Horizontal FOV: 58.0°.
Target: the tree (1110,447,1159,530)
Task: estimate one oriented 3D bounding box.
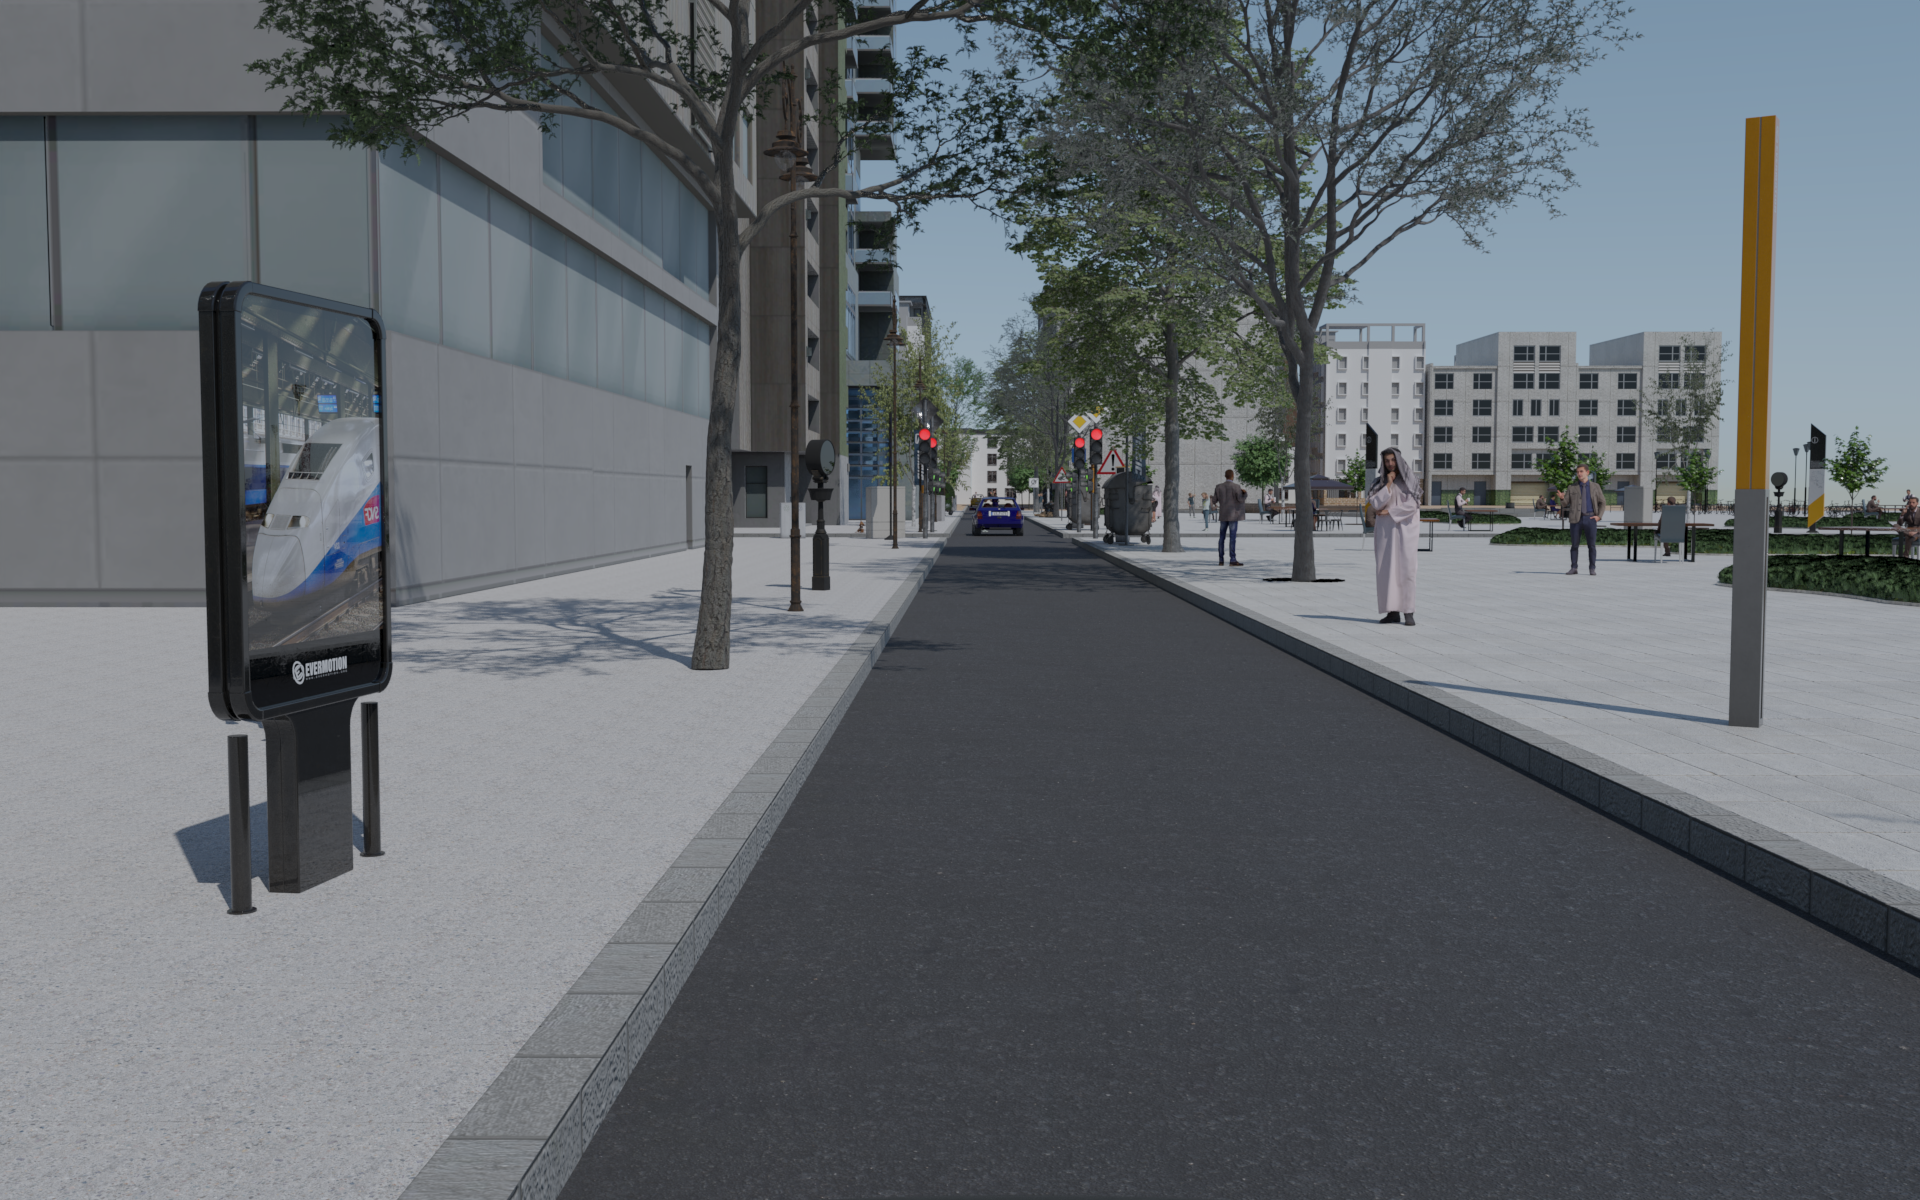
[{"bbox_3d":[6.354,-4.145,62.372,1.663,3.219,1.824,0,3,0],"label":"tree"}]

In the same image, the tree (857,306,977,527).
[{"bbox_3d":[-1.894,-7.210,68.251,4.737,8.622,4.395,0,3,0],"label":"tree"}]

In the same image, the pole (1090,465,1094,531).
[{"bbox_3d":[4.617,-4.036,59.832,0.158,3.312,0.155,0,3,0],"label":"pole"}]

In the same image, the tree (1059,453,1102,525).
[{"bbox_3d":[5.049,-4.673,71.010,1.663,3.219,1.824,0,3,0],"label":"tree"}]

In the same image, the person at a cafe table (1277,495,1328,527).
[{"bbox_3d":[13.422,-3.443,67.159,1.698,1.238,1.726,2,4,34],"label":"person at a cafe table"}]

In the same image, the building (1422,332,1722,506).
[{"bbox_3d":[67.045,-20.221,197.064,31.486,18.905,16.747,0,4,1],"label":"building"}]

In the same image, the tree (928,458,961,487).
[{"bbox_3d":[-1.504,-10.242,151.168,4.285,4.588,4.351,0,3,0],"label":"tree"}]

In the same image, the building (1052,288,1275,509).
[{"bbox_3d":[17.491,-17.790,157.331,16.747,18.905,31.486,0,4,1],"label":"building"}]

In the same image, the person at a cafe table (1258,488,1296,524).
[{"bbox_3d":[13.536,-3.998,73.874,1.622,1.524,1.698,2,4,25],"label":"person at a cafe table"}]

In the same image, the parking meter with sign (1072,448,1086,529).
[{"bbox_3d":[4.430,-4.207,65.051,0.543,3.016,1.738,0,4,6],"label":"parking meter with sign"}]

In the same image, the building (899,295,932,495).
[{"bbox_3d":[-19.630,-21.307,192.341,32.646,21.610,27.936,0,4,1],"label":"building"}]

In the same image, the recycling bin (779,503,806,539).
[{"bbox_3d":[-4.869,-2.309,50.312,0.722,1.027,0.722,-1,4,-8],"label":"recycling bin"}]

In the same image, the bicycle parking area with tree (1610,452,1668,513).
[{"bbox_3d":[49.784,-8.082,119.143,8.231,4.147,9.016,-1,4,-15],"label":"bicycle parking area with tree"}]

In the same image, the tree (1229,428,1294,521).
[{"bbox_3d":[14.615,-6.135,84.024,4.285,4.588,4.351,0,3,0],"label":"tree"}]

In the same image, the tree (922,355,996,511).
[{"bbox_3d":[-0.788,-12.415,128.748,9.928,11.665,9.643,0,3,0],"label":"tree"}]

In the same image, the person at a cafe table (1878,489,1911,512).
[{"bbox_3d":[48.096,-4.879,88.288,1.622,1.524,1.698,-1,4,-22],"label":"person at a cafe table"}]

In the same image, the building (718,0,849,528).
[{"bbox_3d":[-11.944,-18.116,67.897,14.160,30.474,14.107,0,4,1],"label":"building"}]

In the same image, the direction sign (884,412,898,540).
[{"bbox_3d":[-1.935,-3.448,48.373,0.379,3.537,0.876,0,4,-6],"label":"direction sign"}]

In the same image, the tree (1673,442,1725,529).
[{"bbox_3d":[27.064,-4.239,63.915,1.663,3.219,1.824,0,3,0],"label":"tree"}]

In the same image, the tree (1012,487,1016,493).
[{"bbox_3d":[7.031,-12.742,202.939,1.663,3.219,1.824,0,3,0],"label":"tree"}]

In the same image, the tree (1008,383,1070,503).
[{"bbox_3d":[5.195,-9.537,106.296,4.360,8.622,3.978,0,3,0],"label":"tree"}]

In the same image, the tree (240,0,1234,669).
[{"bbox_3d":[-1.490,-4.773,12.445,7.601,10.594,8.767,-1,4,-12],"label":"tree"}]

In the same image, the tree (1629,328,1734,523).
[{"bbox_3d":[32.332,-7.746,77.007,4.360,8.622,3.978,0,3,0],"label":"tree"}]

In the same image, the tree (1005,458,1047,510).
[{"bbox_3d":[5.845,-10.822,160.648,4.285,4.588,4.351,0,3,0],"label":"tree"}]

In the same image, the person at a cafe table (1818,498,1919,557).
[{"bbox_3d":[15.640,-1.103,28.896,1.726,1.238,1.698,-2,4,-30],"label":"person at a cafe table"}]

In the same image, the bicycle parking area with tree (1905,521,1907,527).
[{"bbox_3d":[26.961,-3.311,41.139,8.231,4.147,9.016,2,4,33],"label":"bicycle parking area with tree"}]

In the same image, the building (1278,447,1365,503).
[{"bbox_3d":[52.284,-17.213,223.577,28.070,9.664,9.099,0,4,1],"label":"building"}]

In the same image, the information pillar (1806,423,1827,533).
[{"bbox_3d":[28.262,-4.023,57.130,0.504,3.616,0.183,3,5,41],"label":"information pillar"}]

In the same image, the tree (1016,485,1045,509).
[{"bbox_3d":[6.267,-9.456,149.207,1.663,3.219,1.824,0,3,0],"label":"tree"}]

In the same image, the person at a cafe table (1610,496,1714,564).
[{"bbox_3d":[13.278,-1.332,32.633,1.698,1.238,1.726,1,4,12],"label":"person at a cafe table"}]

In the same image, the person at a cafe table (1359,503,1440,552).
[{"bbox_3d":[9.907,-1.732,39.175,1.726,1.238,1.698,1,4,13],"label":"person at a cafe table"}]

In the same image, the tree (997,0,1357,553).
[{"bbox_3d":[4.614,-7.290,37.323,7.486,12.596,7.792,0,3,0],"label":"tree"}]

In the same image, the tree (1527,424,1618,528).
[{"bbox_3d":[16.762,-3.249,47.724,1.663,3.219,1.824,0,3,0],"label":"tree"}]

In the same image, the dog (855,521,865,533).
[{"bbox_3d":[-3.348,-2.418,57.267,0.550,0.427,0.748,3,5,40],"label":"dog"}]

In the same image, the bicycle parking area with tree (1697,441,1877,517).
[{"bbox_3d":[47.274,-6.722,96.915,9.016,4.147,8.231,3,4,37],"label":"bicycle parking area with tree"}]

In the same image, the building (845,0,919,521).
[{"bbox_3d":[-13.311,-47.953,96.696,22.319,86.520,31.000,0,4,1],"label":"building"}]

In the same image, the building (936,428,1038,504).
[{"bbox_3d":[1.460,-17.269,224.495,28.070,9.664,9.099,0,4,1],"label":"building"}]

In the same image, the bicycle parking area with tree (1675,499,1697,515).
[{"bbox_3d":[49.591,-7.441,108.658,8.231,4.147,9.016,2,4,27],"label":"bicycle parking area with tree"}]

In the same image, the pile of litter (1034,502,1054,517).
[{"bbox_3d":[4.788,-5.198,98.952,1.176,0.858,1.719,0,4,4],"label":"pile of litter"}]

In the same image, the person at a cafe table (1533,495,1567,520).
[{"bbox_3d":[29.014,-4.536,85.027,1.726,1.238,1.698,1,4,19],"label":"person at a cafe table"}]

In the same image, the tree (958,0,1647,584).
[{"bbox_3d":[4.961,-7.017,25.099,12.009,13.543,11.850,0,3,0],"label":"tree"}]

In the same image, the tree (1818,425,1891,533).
[{"bbox_3d":[25.069,-3.286,48.334,1.663,3.219,1.824,0,3,0],"label":"tree"}]

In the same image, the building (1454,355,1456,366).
[{"bbox_3d":[72.040,-22.642,226.623,11.380,20.091,16.016,0,4,1],"label":"building"}]

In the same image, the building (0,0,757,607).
[{"bbox_3d":[-18.497,-27.077,31.955,27.495,52.752,28.713,0,4,1],"label":"building"}]

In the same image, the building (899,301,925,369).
[{"bbox_3d":[-11.405,-19.026,167.495,16.016,20.091,11.380,0,4,1],"label":"building"}]

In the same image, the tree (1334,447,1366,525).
[{"bbox_3d":[16.380,-4.732,71.973,1.663,3.219,1.824,0,3,0],"label":"tree"}]

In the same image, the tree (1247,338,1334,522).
[{"bbox_3d":[14.828,-7.869,79.018,4.360,8.622,3.978,0,3,0],"label":"tree"}]

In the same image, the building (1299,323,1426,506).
[{"bbox_3d":[45.620,-20.891,197.991,11.380,20.091,16.016,0,4,1],"label":"building"}]

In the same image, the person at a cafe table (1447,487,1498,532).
[{"bbox_3d":[17.699,-3.145,59.942,1.622,1.524,1.698,1,4,13],"label":"person at a cafe table"}]

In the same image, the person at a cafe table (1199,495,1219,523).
[{"bbox_3d":[11.480,-4.073,77.457,1.698,1.238,1.726,3,5,43],"label":"person at a cafe table"}]

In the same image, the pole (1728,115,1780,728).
[{"bbox_3d":[4.356,-0.958,9.499,0.158,3.312,0.155,0,3,0],"label":"pole"}]

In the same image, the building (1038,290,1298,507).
[{"bbox_3d":[22.347,-21.146,189.716,27.936,21.610,32.646,0,4,1],"label":"building"}]
